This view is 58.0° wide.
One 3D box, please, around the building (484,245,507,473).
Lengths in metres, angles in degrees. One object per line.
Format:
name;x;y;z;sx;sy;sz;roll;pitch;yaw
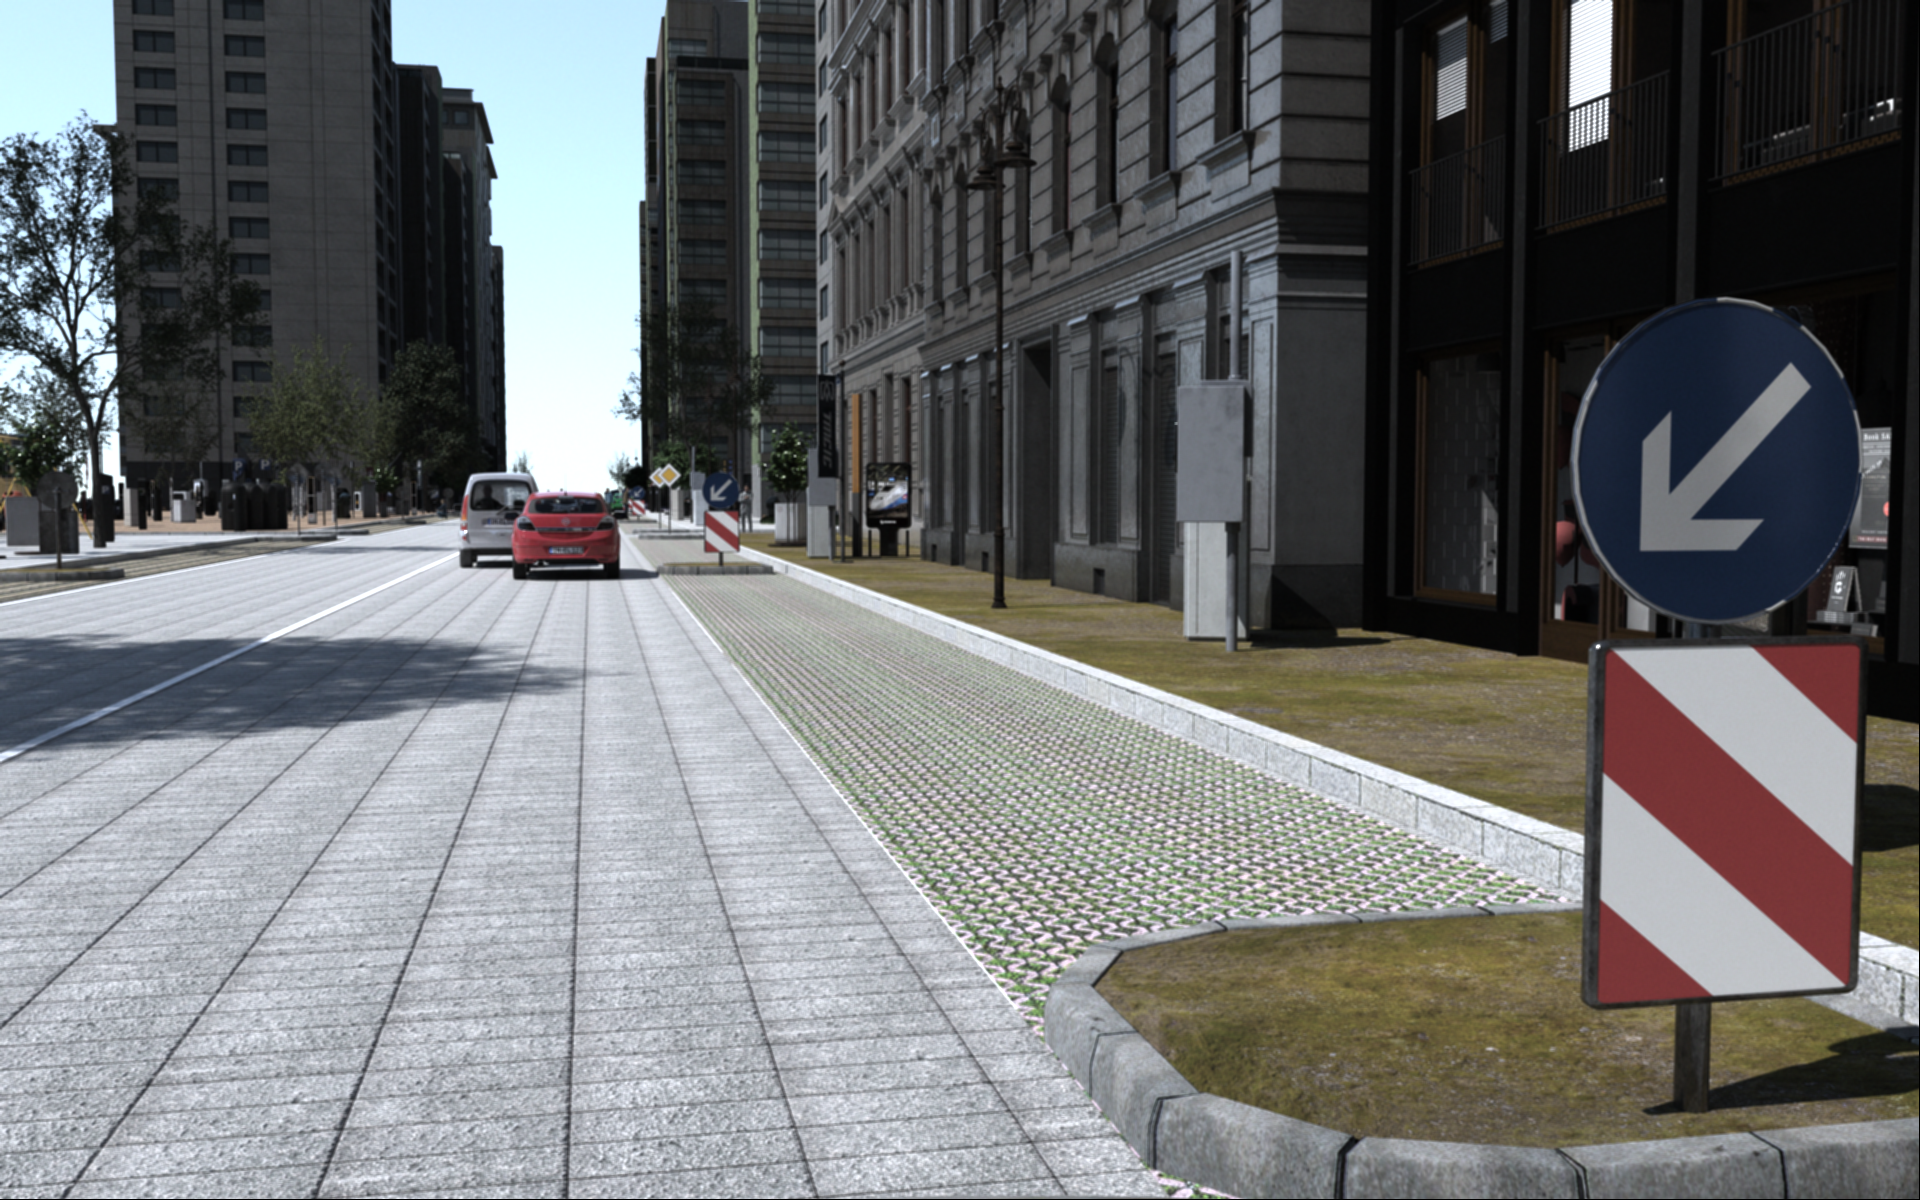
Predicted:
building;-79.969;-36.221;275.809;14.154;41.232;14.086;-1;4;-12

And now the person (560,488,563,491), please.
person;-27.896;-6.906;121.423;0.388;1.821;0.555;2;4;23

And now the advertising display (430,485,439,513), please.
advertising display;-36.512;-7.034;120.225;0.123;1.923;0.974;1;4;22

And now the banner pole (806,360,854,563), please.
banner pole;-2.346;-2.577;32.156;0.401;3.779;0.863;3;5;41

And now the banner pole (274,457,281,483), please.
banner pole;-41.936;-7.130;106.585;0.401;3.779;0.863;1;4;9

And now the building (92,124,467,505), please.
building;-67.490;-29.641;176.509;32.217;40.220;23.993;-1;4;-12

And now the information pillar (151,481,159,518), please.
information pillar;-43.662;-5.473;93.973;0.304;2.012;0.304;3;5;40

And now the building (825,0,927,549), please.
building;3.078;-12.773;44.993;11.583;22.565;21.152;-1;4;-12

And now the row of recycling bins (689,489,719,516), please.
row of recycling bins;-15.310;-5.961;104.575;1.069;1.692;3.534;1;4;17

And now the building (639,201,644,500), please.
building;-38.003;-34.300;244.398;14.154;41.232;14.086;-1;4;-12

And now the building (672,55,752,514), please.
building;-12.651;-21.255;119.223;14.160;30.474;14.107;-1;4;-12

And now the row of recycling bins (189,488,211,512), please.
row of recycling bins;-54.991;-7.266;125.915;1.069;1.692;3.534;0;4;-1

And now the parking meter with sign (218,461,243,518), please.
parking meter with sign;-38.533;-5.818;91.387;1.738;3.016;0.543;2;4;35

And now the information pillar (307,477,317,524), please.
information pillar;-27.850;-4.279;74.448;0.304;2.012;0.304;0;4;-3

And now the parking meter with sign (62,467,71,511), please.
parking meter with sign;-51.576;-6.327;99.699;0.543;3.016;1.738;-1;4;-13

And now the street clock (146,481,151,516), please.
street clock;-46.615;-5.808;99.529;0.471;2.002;0.358;-1;4;-22

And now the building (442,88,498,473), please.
building;-76.190;-39.006;226.990;28.713;52.752;27.495;-1;4;-12

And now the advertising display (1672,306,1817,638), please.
advertising display;2.853;-0.071;6.370;0.123;1.923;0.974;0;4;3

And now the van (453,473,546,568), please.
van;-9.286;-1.727;35.243;2.013;2.044;4.112;-1;4;-14

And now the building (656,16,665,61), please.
building;-21.010;-31.322;162.219;14.600;45.320;14.200;-1;4;-12

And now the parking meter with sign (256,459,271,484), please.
parking meter with sign;-35.060;-5.555;87.081;0.543;3.016;1.738;-2;4;-31

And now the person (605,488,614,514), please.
person;-20.817;-5.746;102.786;0.601;1.785;0.444;3;4;38

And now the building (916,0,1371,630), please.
building;5.665;-10.780;25.397;9.793;20.994;18.267;-1;4;-12

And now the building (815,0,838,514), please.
building;4.862;-39.116;77.801;20.611;71.187;20.563;-1;4;-12

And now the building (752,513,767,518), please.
building;-5.025;-25.344;97.963;14.154;41.232;14.086;-1;4;-12

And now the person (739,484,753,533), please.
person;-7.536;-3.198;60.972;0.511;1.800;0.466;0;4;-7

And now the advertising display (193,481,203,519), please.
advertising display;-38.782;-5.076;88.199;0.123;1.923;0.974;-3;5;-43

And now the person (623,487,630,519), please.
person;-18.872;-5.470;97.850;0.656;1.842;0.836;2;4;32

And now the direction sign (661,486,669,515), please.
direction sign;-20.833;-7.914;121.396;0.379;3.537;0.876;-2;4;-28

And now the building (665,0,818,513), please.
building;-17.984;-28.403;147.984;14.154;41.232;14.086;-1;4;-12

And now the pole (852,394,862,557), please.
pole;-2.106;-2.546;35.474;0.158;3.312;0.155;0;3;0

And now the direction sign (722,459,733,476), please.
direction sign;-14.866;-7.260;110.705;0.876;3.537;0.379;2;4;35

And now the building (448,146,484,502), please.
building;-62.501;-31.399;196.962;14.154;41.232;14.086;-1;4;-12

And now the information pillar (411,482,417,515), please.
information pillar;-32.829;-6.095;104.149;0.304;2.012;0.304;-1;4;-14

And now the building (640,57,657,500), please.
building;-43.167;-51.770;284.694;20.563;71.187;20.611;-1;4;-12

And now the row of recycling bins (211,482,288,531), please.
row of recycling bins;-25.367;-3.383;62.431;1.069;1.692;3.534;1;4;8

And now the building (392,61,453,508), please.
building;-55.115;-29.090;159.223;14.154;41.232;14.086;-1;4;-12

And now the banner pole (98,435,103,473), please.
banner pole;-36.530;-5.108;73.535;0.401;3.779;0.863;0;4;-3

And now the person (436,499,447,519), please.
person;-30.001;-5.262;100.027;0.738;1.151;1.012;0;4;4

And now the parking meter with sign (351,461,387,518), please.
parking meter with sign;-31.550;-5.887;92.515;1.738;3.016;0.543;-2;4;-24

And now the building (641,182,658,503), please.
building;-34.554;-33.466;230.756;14.154;41.232;14.086;-1;4;-12

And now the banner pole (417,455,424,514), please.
banner pole;-34.314;-7.353;110.232;0.863;3.779;0.401;3;5;42

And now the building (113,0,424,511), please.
building;-54.893;-42.952;140.518;20.563;71.187;20.611;-1;4;-12

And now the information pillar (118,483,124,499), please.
information pillar;-53.824;-6.526;111.193;0.304;2.012;0.304;-1;4;-18

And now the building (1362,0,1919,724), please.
building;11.444;-10.977;9.151;12.332;23.373;15.834;-1;4;-12

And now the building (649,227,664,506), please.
building;-26.988;-25.605;190.337;14.160;30.474;14.107;-1;4;-12
